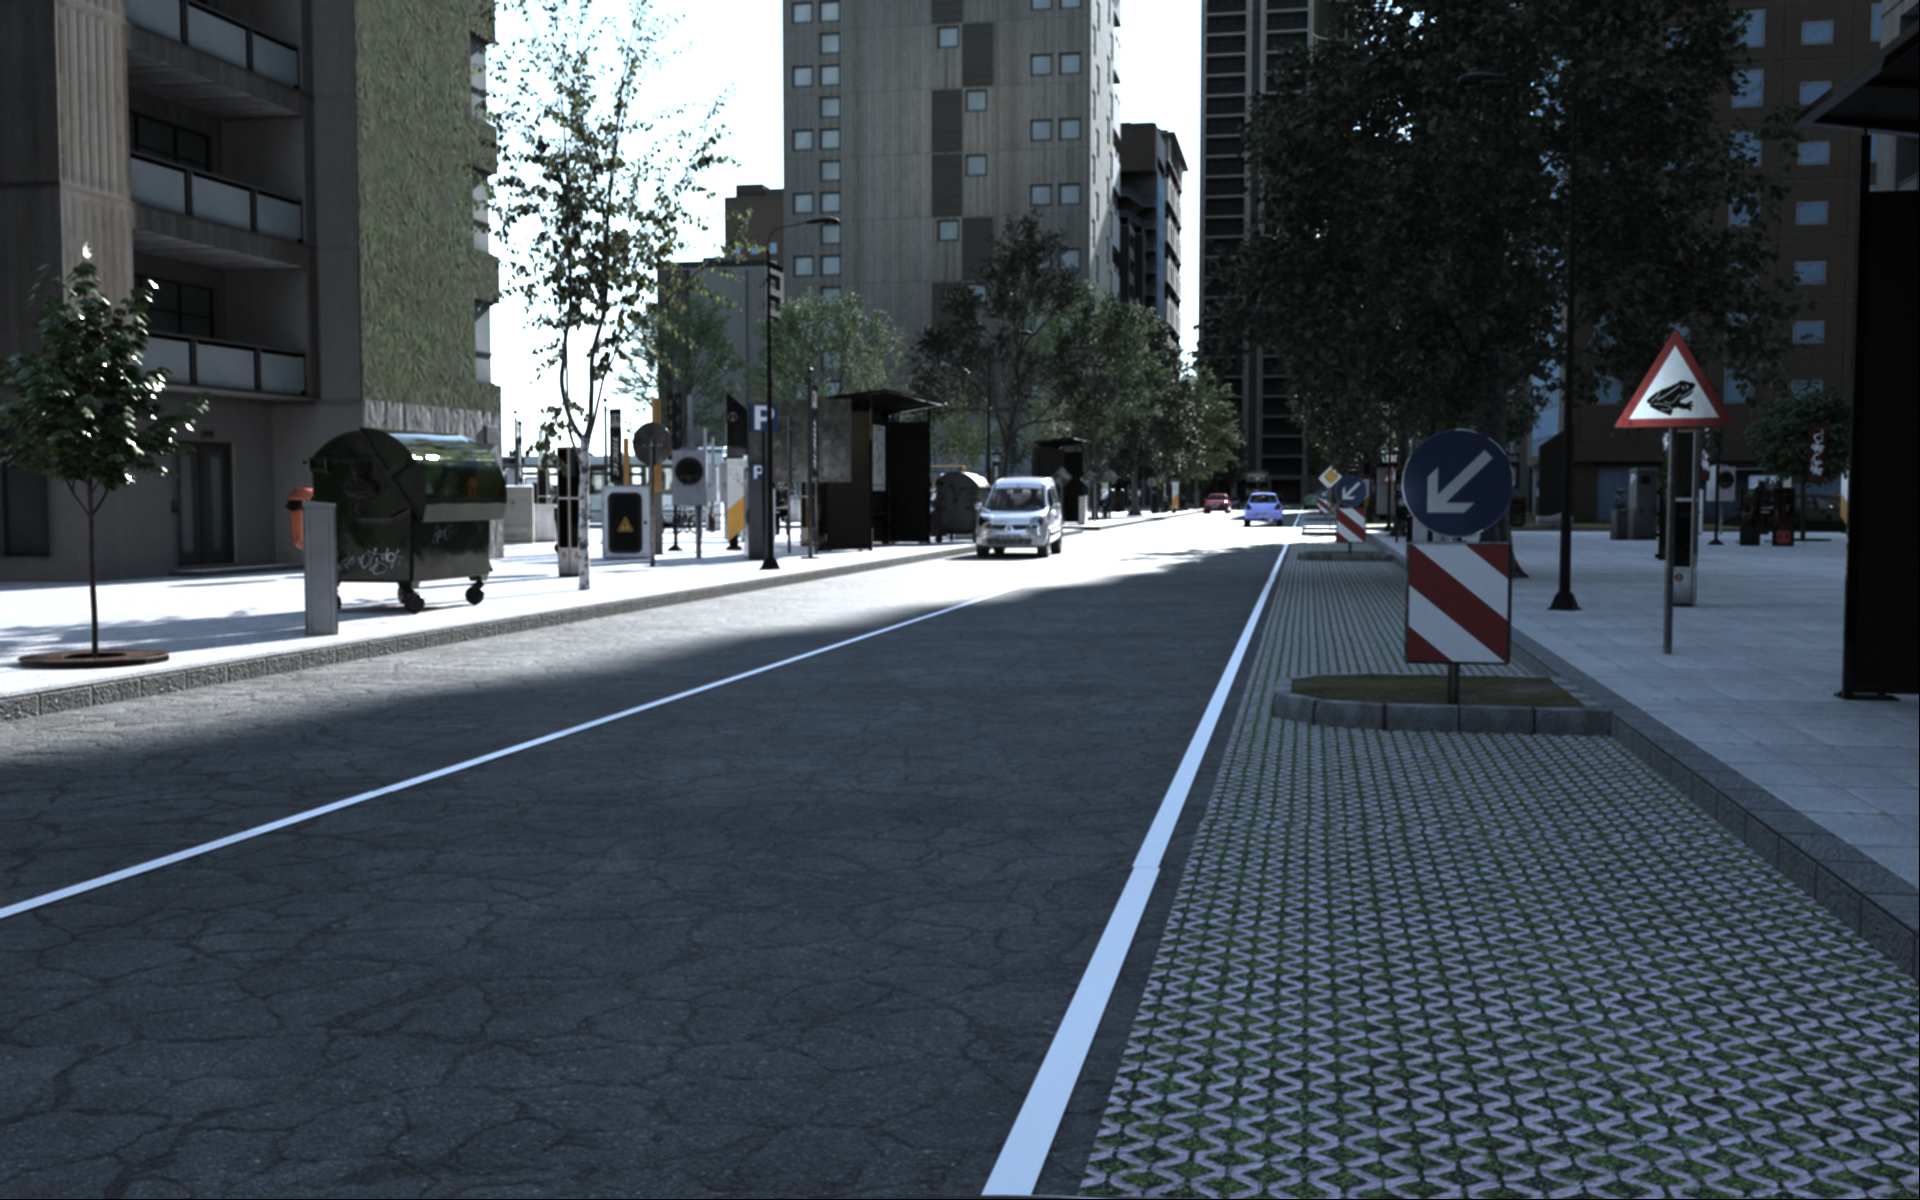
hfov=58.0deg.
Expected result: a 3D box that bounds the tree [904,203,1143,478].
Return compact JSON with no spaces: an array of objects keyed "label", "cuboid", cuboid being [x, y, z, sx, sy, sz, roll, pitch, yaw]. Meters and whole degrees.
[{"label":"tree","cuboid":[1.542,-7.425,55.804,7.601,10.594,8.767,3,5,40]}]

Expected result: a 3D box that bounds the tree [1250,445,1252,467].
[{"label":"tree","cuboid":[27.435,-16.468,187.380,7.486,12.596,7.792,0,3,0]}]

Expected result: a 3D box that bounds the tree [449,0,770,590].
[{"label":"tree","cuboid":[-4.906,-4.453,23.164,4.360,8.622,3.978,0,3,0]}]

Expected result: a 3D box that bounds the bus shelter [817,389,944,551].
[{"label":"bus shelter","cuboid":[-1.864,-3.101,41.991,1.731,3.624,6.357,1,4,12]}]

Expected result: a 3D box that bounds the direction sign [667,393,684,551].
[{"label":"direction sign","cuboid":[-6.437,-2.883,39.131,0.379,3.537,0.876,-2,4,-28]}]

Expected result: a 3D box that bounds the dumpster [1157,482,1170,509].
[{"label":"dumpster","cuboid":[15.690,-8.006,133.388,1.502,2.255,1.985,1,4,11]}]

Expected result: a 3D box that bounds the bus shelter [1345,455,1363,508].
[{"label":"bus shelter","cuboid":[31.008,-9.623,134.974,2.179,5.291,8.768,1,4,11]}]

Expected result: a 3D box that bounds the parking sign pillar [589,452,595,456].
[{"label":"parking sign pillar","cuboid":[-22.005,-7.129,105.039,1.447,3.967,1.447,-1,4,-12]}]

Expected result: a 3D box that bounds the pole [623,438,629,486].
[{"label":"pole","cuboid":[-12.116,-4.226,62.932,0.158,3.312,0.155,0,3,0]}]

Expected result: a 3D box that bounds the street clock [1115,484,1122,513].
[{"label":"street clock","cuboid":[11.004,-7.093,120.541,0.471,2.002,0.358,0,4,-1]}]

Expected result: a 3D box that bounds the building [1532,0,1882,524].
[{"label":"building","cuboid":[34.780,-26.294,80.023,14.200,45.320,14.600,1,4,11]}]

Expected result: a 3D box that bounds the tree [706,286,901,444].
[{"label":"tree","cuboid":[-6.976,-9.779,85.648,9.928,11.665,9.643,0,3,0]}]

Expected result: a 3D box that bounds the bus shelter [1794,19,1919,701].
[{"label":"bus shelter","cuboid":[5.432,-1.006,7.726,1.731,3.624,6.357,1,4,11]}]

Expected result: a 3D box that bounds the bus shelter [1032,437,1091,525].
[{"label":"bus shelter","cuboid":[4.376,-5.066,74.108,1.731,3.624,6.357,1,4,11]}]

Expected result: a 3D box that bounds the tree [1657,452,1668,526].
[{"label":"tree","cuboid":[28.477,-4.578,69.446,1.663,3.219,1.824,0,3,0]}]

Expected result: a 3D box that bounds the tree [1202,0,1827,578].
[{"label":"tree","cuboid":[8.179,-6.699,26.530,9.611,12.733,9.660,0,3,0]}]

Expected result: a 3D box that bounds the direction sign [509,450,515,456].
[{"label":"direction sign","cuboid":[-23.038,-5.943,89.165,0.379,3.537,0.876,0,4,5]}]

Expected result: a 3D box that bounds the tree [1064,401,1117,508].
[{"label":"tree","cuboid":[9.938,-10.998,130.184,4.737,8.622,4.395,0,3,0]}]

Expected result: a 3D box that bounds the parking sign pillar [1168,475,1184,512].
[{"label":"parking sign pillar","cuboid":[15.835,-8.532,127.976,1.447,3.967,1.447,1,4,14]}]

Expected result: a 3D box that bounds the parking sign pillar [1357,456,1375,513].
[{"label":"parking sign pillar","cuboid":[28.079,-8.016,119.532,1.447,3.967,1.447,1,4,20]}]

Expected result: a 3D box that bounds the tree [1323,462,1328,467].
[{"label":"tree","cuboid":[24.321,-9.366,103.494,4.737,8.622,4.395,0,3,0]}]

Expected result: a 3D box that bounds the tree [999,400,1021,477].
[{"label":"tree","cuboid":[3.832,-11.059,131.178,4.360,8.622,3.978,0,3,0]}]

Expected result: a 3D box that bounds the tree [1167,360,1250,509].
[{"label":"tree","cuboid":[20.088,-13.966,146.478,7.486,12.596,7.792,0,3,0]}]

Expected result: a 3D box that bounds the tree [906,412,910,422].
[{"label":"tree","cuboid":[-3.137,-11.310,135.281,4.737,8.622,4.395,0,3,0]}]

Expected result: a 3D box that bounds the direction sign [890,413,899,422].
[{"label":"direction sign","cuboid":[-1.804,-3.312,46.147,0.379,3.537,0.876,-2,4,-25]}]

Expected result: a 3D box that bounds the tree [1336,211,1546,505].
[{"label":"tree","cuboid":[12.268,-5.648,42.709,4.737,8.622,4.395,0,3,0]}]

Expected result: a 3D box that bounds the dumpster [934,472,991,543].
[{"label":"dumpster","cuboid":[0.062,-2.473,46.193,1.264,1.857,1.865,1,4,11]}]

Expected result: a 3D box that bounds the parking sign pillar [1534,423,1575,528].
[{"label":"parking sign pillar","cuboid":[22.714,-4.749,66.114,1.447,3.967,1.447,0,4,1]}]

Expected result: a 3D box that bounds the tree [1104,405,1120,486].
[{"label":"tree","cuboid":[11.972,-11.539,139.031,4.360,8.622,3.978,0,3,0]}]

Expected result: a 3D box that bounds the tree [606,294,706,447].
[{"label":"tree","cuboid":[-14.633,-9.991,89.109,9.928,11.665,9.643,0,3,0]}]

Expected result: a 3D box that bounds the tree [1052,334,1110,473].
[{"label":"tree","cuboid":[10.180,-11.287,101.557,9.611,12.733,9.660,0,3,0]}]

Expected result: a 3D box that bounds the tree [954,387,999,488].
[{"label":"tree","cuboid":[-0.512,-9.626,107.742,4.360,8.622,3.978,0,3,0]}]

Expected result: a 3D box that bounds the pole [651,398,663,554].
[{"label":"pole","cuboid":[-6.449,-2.631,36.864,0.158,3.312,0.155,0,3,0]}]

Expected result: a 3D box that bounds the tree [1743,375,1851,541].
[{"label":"tree","cuboid":[23.452,-3.926,47.906,4.285,4.588,4.351,0,3,0]}]

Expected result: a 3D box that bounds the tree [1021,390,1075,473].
[{"label":"tree","cuboid":[6.882,-10.692,125.181,4.360,8.622,3.978,0,3,0]}]

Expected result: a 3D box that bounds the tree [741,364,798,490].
[{"label":"tree","cuboid":[-10.416,-9.034,98.074,4.737,8.622,4.395,0,3,0]}]

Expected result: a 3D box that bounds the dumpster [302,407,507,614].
[{"label":"dumpster","cuboid":[-6.192,-1.032,19.370,1.502,2.255,1.985,1,4,11]}]

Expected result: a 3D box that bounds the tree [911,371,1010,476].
[{"label":"tree","cuboid":[0.507,-9.276,102.021,4.737,8.622,4.395,0,3,0]}]

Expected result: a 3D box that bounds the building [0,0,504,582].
[{"label":"building","cuboid":[-17.300,-21.057,27.884,14.154,41.232,14.086,1,4,11]}]

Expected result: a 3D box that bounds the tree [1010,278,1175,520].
[{"label":"tree","cuboid":[6.468,-9.731,84.862,9.928,11.665,9.643,0,3,0]}]

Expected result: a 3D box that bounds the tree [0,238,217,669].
[{"label":"tree","cuboid":[-6.519,-1.140,13.239,1.663,3.219,1.824,0,3,0]}]

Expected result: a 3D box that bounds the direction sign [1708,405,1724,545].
[{"label":"direction sign","cuboid":[19.182,-3.171,43.842,0.379,3.537,0.876,2,4,34]}]

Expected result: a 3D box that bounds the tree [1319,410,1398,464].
[{"label":"tree","cuboid":[26.036,-10.804,111.058,7.601,10.594,8.767,2,4,26]}]

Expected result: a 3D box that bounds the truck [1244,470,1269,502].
[{"label":"truck","cuboid":[35.183,-13.221,205.070,2.839,4.237,11.283,1,4,11]}]

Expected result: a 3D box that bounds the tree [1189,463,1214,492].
[{"label":"tree","cuboid":[21.756,-10.770,159.797,4.285,4.588,4.351,0,3,0]}]

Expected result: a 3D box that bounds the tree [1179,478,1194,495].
[{"label":"tree","cuboid":[17.639,-8.806,138.587,1.663,3.219,1.824,0,3,0]}]

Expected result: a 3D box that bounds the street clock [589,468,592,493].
[{"label":"street clock","cuboid":[-9.423,-2.370,43.327,0.358,2.002,0.471,1,4,21]}]

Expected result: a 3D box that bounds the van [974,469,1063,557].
[{"label":"van","cuboid":[1.424,-2.058,40.666,2.013,2.044,4.112,1,4,9]}]

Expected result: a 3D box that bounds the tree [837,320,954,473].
[{"label":"tree","cuboid":[-3.292,-7.578,74.257,4.360,8.622,3.978,0,3,0]}]

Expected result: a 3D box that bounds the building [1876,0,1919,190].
[{"label":"building","cuboid":[27.898,-21.590,36.592,14.154,41.232,14.086,1,4,11]}]

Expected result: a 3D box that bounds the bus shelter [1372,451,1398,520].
[{"label":"bus shelter","cuboid":[20.910,-5.479,83.500,2.014,3.302,5.546,1,4,11]}]

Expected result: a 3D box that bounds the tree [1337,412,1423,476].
[{"label":"tree","cuboid":[19.012,-7.535,73.553,4.360,8.622,3.978,0,3,0]}]

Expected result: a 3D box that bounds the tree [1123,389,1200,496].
[{"label":"tree","cuboid":[14.231,-10.298,118.736,4.360,8.622,3.978,0,3,0]}]

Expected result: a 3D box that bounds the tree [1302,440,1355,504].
[{"label":"tree","cuboid":[46.500,-18.263,216.721,7.486,12.596,7.792,0,3,0]}]

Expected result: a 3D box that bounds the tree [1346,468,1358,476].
[{"label":"tree","cuboid":[29.006,-8.158,127.981,1.663,3.219,1.824,0,3,0]}]
